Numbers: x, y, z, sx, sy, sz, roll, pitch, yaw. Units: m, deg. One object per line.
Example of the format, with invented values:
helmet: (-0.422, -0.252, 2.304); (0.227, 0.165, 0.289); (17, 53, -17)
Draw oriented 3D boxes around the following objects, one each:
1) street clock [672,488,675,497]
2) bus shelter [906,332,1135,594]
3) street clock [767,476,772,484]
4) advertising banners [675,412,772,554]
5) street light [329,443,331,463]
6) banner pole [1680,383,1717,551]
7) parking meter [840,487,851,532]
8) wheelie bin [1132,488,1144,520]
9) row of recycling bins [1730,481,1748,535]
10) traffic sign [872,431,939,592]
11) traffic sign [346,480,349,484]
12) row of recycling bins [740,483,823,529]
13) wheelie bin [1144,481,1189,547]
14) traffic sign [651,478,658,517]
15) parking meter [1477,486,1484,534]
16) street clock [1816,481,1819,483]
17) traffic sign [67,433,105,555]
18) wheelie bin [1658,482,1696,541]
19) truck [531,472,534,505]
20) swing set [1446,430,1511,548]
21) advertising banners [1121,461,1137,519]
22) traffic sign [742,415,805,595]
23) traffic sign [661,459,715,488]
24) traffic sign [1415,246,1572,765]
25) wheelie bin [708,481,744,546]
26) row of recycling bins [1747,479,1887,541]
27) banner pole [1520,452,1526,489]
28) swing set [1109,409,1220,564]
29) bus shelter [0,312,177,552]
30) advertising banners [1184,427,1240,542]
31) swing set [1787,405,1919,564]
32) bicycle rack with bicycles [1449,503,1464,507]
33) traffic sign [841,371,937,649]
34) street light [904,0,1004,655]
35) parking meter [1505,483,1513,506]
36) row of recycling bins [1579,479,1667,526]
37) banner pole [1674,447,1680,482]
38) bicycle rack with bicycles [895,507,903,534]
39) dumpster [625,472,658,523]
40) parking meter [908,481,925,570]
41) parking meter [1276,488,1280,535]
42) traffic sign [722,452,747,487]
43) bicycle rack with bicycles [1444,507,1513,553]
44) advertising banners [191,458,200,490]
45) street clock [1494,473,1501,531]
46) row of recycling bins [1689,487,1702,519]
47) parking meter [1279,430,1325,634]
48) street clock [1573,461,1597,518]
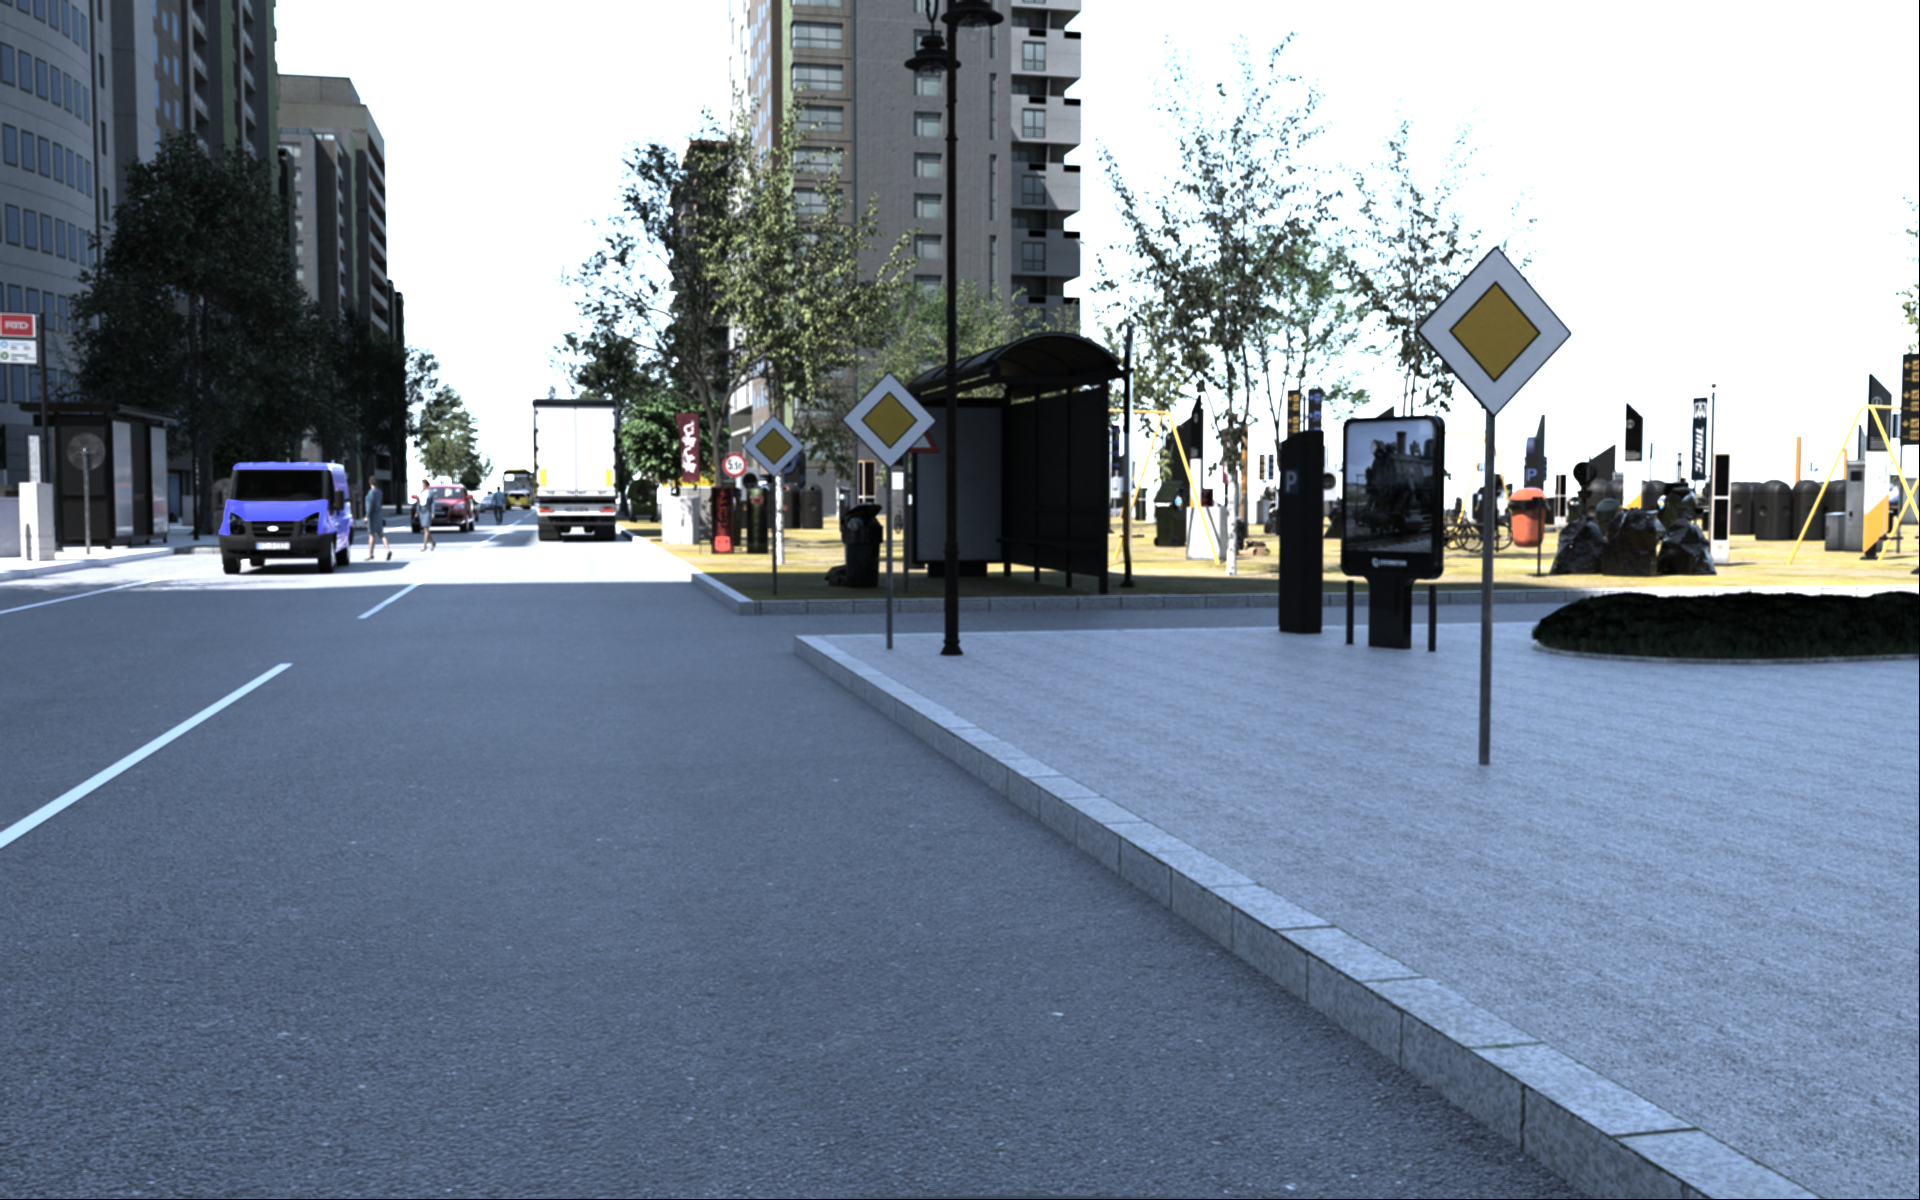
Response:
street clock: (-14.876, -5.190, 89.430); (0.471, 2.002, 0.358); (-3, 5, -39)
bus shelter: (0.596, -1.861, 24.356); (2.014, 3.302, 5.546); (-1, 4, -13)
street clock: (-7.531, -3.996, 69.899); (0.471, 2.002, 0.358); (2, 4, 25)
advertising banners: (-5.059, -2.500, 37.062); (2.074, 3.025, 0.090); (0, 4, 4)
street light: (-27.920, -6.358, 76.748); (0.468, 5.910, 1.993); (-1, 4, -13)
banner pole: (16.861, -3.011, 39.249); (0.401, 3.779, 0.863); (-1, 4, -20)
parking meter: (-3.901, -3.082, 58.794); (0.372, 1.533, 0.369); (0, 3, 0)
wheelie bin: (8.811, -4.674, 84.332); (0.980, 1.594, 0.693); (0, 4, -6)
row of recycling bins: (25.307, -2.968, 55.634); (1.069, 1.692, 3.534); (3, 4, 37)
traffic sign: (-0.708, -1.380, 22.568); (0.884, 2.594, 0.081); (-1, 4, -11)
traffic sign: (-32.124, -5.487, 89.714); (0.884, 2.594, 0.081); (0, 4, -7)
row of recycling bins: (-6.746, -3.483, 64.064); (3.534, 1.692, 1.069); (1, 4, 14)
wheelie bin: (5.152, -2.103, 42.298); (0.693, 1.594, 0.980); (-3, 5, -41)
traffic sign: (-14.547, -5.032, 82.386); (0.768, 2.556, 0.104); (0, 4, -8)
parking meter: (18.140, -3.161, 60.092); (0.372, 1.533, 0.369); (0, 3, 0)
street clock: (48.650, -5.753, 98.632); (0.471, 2.002, 0.358); (0, 4, 0)
traffic sign: (-18.280, -2.210, 36.246); (0.768, 2.556, 0.104); (0, 4, -6)
wheelie bin: (19.296, -2.363, 46.543); (0.980, 1.594, 0.693); (0, 4, -4)
truck: (-56.401, -14.383, 224.068); (2.839, 4.237, 11.283); (-1, 4, -12)
swing set: (12.098, -2.797, 43.348); (2.862, 2.851, 3.119); (-3, 4, -38)
advertising banners: (8.863, -5.769, 90.511); (0.090, 3.025, 2.074); (2, 4, 27)
traffic sign: (-2.371, -1.127, 22.072); (0.795, 2.450, 0.064); (-1, 4, -13)
traffic sign: (-10.896, -4.648, 69.866); (2.265, 3.308, 0.079); (0, 4, -5)
traffic sign: (2.490, -0.427, 8.161); (0.795, 2.450, 0.064); (-1, 4, -12)
wheelie bin: (-5.782, -2.137, 42.852); (0.980, 1.594, 0.693); (3, 5, 39)
row of recycling bins: (23.840, -2.492, 47.853); (3.534, 1.692, 1.069); (0, 4, -2)
banner pole: (33.554, -6.910, 103.000); (0.401, 3.779, 0.863); (-3, 5, -39)
swing set: (2.878, -2.111, 32.138); (3.119, 2.851, 2.862); (-3, 4, -37)
bus shelter: (-20.680, -3.879, 41.046); (2.179, 5.291, 8.768); (-1, 4, -13)
advertising banners: (6.473, -3.042, 45.920); (2.074, 3.025, 0.090); (2, 4, 34)
swing set: (17.031, -2.051, 31.151); (3.119, 2.851, 2.862); (-2, 4, -31)
bicycle rack with bicycles: (21.719, -3.706, 73.969); (2.852, 0.926, 2.925); (2, 4, 35)
traffic sign: (-0.586, -0.651, 14.288); (0.795, 2.450, 0.064); (-1, 4, -13)
street light: (-0.066, -2.501, 13.677); (0.468, 5.910, 1.993); (-1, 4, -13)
parking meter: (28.525, -5.154, 89.978); (0.255, 1.863, 0.399); (3, 5, 43)
row of recycling bins: (18.538, -2.505, 48.075); (3.534, 1.692, 1.069); (-2, 4, -34)
banner pole: (37.765, -6.187, 91.181); (0.401, 3.779, 0.863); (-1, 4, -10)
bicycle rack with bicycles: (-0.683, -2.531, 54.767); (2.852, 0.926, 2.925); (-1, 4, -14)
dumpster: (-14.337, -4.640, 78.356); (1.502, 2.255, 1.985); (-1, 4, -13)
parking meter: (-0.783, -1.295, 29.579); (0.372, 1.533, 0.369); (0, 3, 0)
parking meter: (10.001, -2.772, 53.734); (0.372, 1.533, 0.369); (0, 3, 0)
traffic sign: (-6.904, -3.241, 53.102); (0.768, 2.556, 0.104); (-1, 4, -12)
bicycle rack with bicycles: (10.985, -1.570, 39.051); (2.925, 0.926, 2.852); (1, 4, 16)
advertising banners: (-36.464, -5.365, 83.901); (0.090, 3.025, 2.074); (1, 4, 18)
street clock: (18.740, -3.424, 60.552); (0.358, 2.002, 0.471); (1, 4, 21)
row of recycling bins: (38.394, -5.028, 89.317); (3.534, 1.692, 1.069); (-2, 4, -25)
parking meter: (3.157, -0.632, 16.043); (0.255, 1.863, 0.399); (-2, 4, -26)
street clock: (13.873, -2.075, 38.496); (0.471, 2.002, 0.358); (3, 5, 44)
